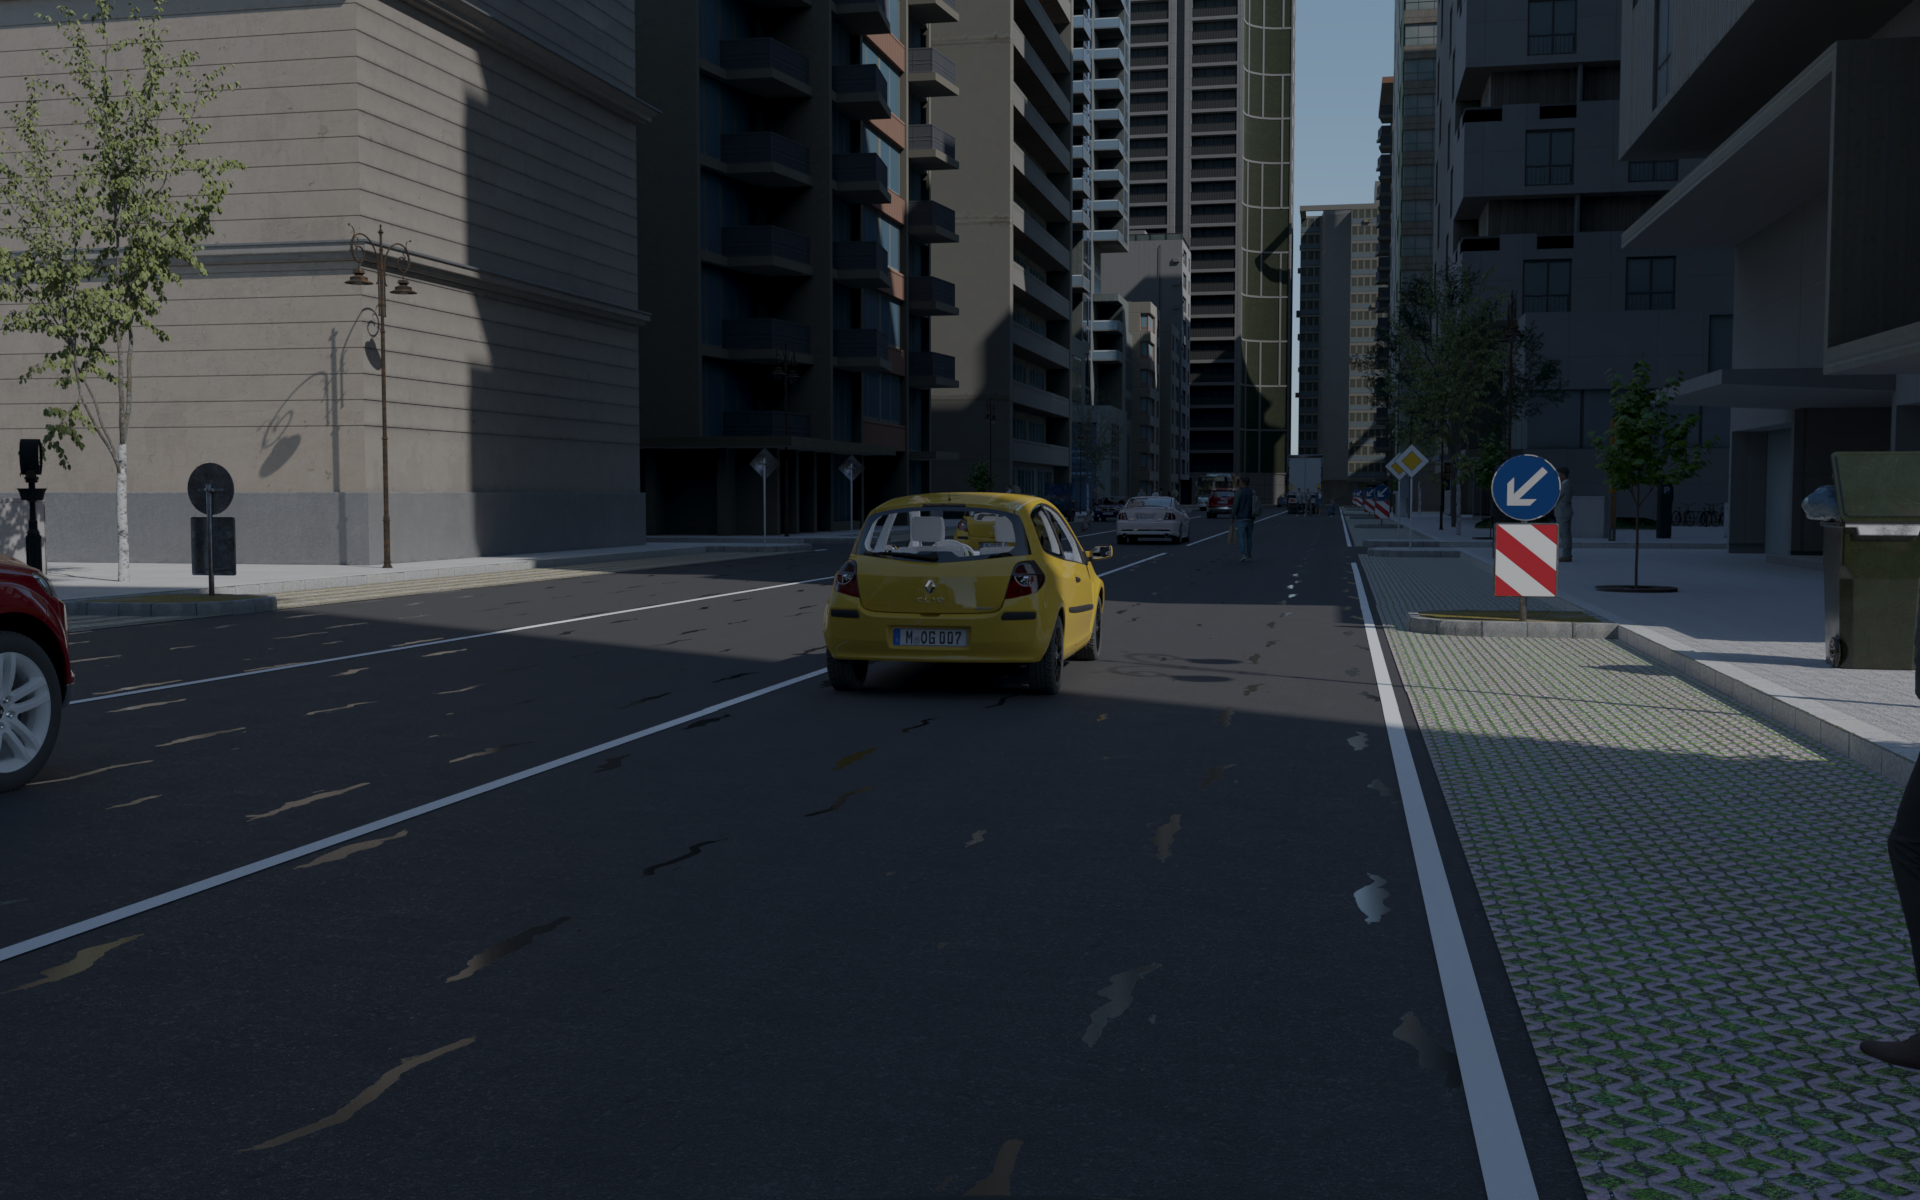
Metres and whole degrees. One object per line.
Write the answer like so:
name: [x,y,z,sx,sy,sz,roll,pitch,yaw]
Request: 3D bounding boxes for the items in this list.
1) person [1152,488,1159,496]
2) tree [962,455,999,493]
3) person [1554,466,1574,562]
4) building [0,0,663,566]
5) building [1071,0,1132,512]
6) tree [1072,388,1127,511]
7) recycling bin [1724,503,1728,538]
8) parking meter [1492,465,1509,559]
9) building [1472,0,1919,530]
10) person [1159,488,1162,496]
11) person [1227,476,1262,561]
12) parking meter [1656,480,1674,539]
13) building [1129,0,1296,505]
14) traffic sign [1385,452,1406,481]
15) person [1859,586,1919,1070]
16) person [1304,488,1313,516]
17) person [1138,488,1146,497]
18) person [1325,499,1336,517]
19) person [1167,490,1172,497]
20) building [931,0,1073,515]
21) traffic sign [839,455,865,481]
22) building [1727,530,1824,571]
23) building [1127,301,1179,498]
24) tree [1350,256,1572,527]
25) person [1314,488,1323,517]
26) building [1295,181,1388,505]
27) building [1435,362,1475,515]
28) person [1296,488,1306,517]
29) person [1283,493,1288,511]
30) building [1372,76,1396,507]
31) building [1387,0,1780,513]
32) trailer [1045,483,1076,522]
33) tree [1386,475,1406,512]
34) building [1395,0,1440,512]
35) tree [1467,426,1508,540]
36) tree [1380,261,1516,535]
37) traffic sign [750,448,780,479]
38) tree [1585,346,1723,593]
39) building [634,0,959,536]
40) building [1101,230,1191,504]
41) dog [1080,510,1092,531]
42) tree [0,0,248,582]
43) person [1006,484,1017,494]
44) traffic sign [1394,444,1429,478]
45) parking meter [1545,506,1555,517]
person: [12.527,-6.254,110.973,0.478,1.798,0.641,1,4,11]
tree: [1.149,-5.498,84.499,1.663,3.219,1.824,0,3,0]
person: [11.378,-1.626,32.814,0.466,1.800,0.511,2,4,24]
building: [-20.074,-15.385,38.935,23.554,28.519,14.401,1,4,12]
building: [3.255,-50.655,140.882,22.319,86.520,31.000,1,4,12]
tree: [9.044,-10.328,119.228,4.360,8.622,3.978,0,3,0]
recycling bin: [22.917,-2.339,50.789,0.722,1.027,0.722,-3,4,-38]
parking meter: [10.773,-1.760,34.481,0.255,1.863,0.399,2,4,26]
building: [36.714,-30.037,80.342,28.713,52.752,27.495,1,4,12]
person: [18.337,-9.321,158.450,0.705,1.823,1.348,1,4,11]
person: [6.030,-1.738,36.903,0.794,1.824,0.713,0,4,2]
parking meter: [20.361,-2.710,50.022,0.399,1.863,0.255,0,4,0]
building: [30.821,-47.527,215.323,20.611,71.187,20.563,1,4,12]
traffic sign: [12.201,-2.805,48.047,0.795,2.593,0.064,1,4,12]
person: [2.564,0.273,4.212,0.592,1.802,0.473,1,4,15]
person: [22.609,-6.336,112.291,0.606,1.804,0.583,-1,4,-22]
person: [11.476,-6.186,109.738,0.635,1.810,0.391,1,4,23]
person: [23.187,-5.772,108.372,0.738,1.151,1.012,1,4,13]
person: [20.440,-9.831,168.253,0.593,1.643,0.415,-1,4,-23]
building: [-5.669,-29.064,98.898,21.300,48.544,21.600,1,4,12]
traffic sign: [-3.229,-3.010,51.411,0.795,2.593,0.064,1,4,12]
building: [24.940,-26.460,21.852,28.713,52.752,27.495,1,4,12]
building: [6.655,-20.043,172.749,27.650,21.520,28.899,1,4,12]
tree: [19.308,-8.118,67.146,8.767,10.594,7.601,1,4,17]
person: [22.609,-6.156,109.177,0.581,1.822,0.654,0,4,3]
building: [54.433,-32.126,217.140,23.993,40.220,32.217,1,4,12]
building: [38.433,-28.216,111.435,14.600,45.320,14.200,1,4,12]
person: [21.778,-6.262,110.737,0.795,1.843,0.661,-3,5,-40]
person: [28.150,-8.538,148.894,0.742,1.727,0.445,0,4,2]
building: [54.142,-32.033,178.358,22.147,44.769,28.867,1,4,12]
building: [51.518,-34.291,149.899,28.713,52.752,27.495,1,4,12]
trailer: [4.889,-4.921,87.514,1.471,1.999,3.904,1,4,13]
tree: [31.469,-7.905,123.843,1.663,3.219,1.824,0,3,0]
building: [40.438,-27.390,131.417,14.154,41.232,14.086,1,4,12]
tree: [15.207,-3.333,49.092,1.663,3.219,1.824,0,3,0]
tree: [15.357,-6.333,53.900,4.737,8.622,4.395,0,3,0]
traffic sign: [-4.927,-2.533,43.607,0.795,2.593,0.064,1,4,12]
tree: [8.850,-1.725,22.802,1.663,3.219,1.824,0,3,0]
building: [-12.394,-25.193,66.526,22.147,44.769,28.867,1,4,12]
building: [18.506,-25.832,194.052,14.107,30.474,14.160,1,4,12]
dog: [4.768,-3.064,66.936,0.800,0.831,0.513,0,4,-7]
tree: [-12.503,-4.576,25.175,4.737,8.622,4.395,0,3,0]
person: [2.144,-3.882,72.069,0.679,1.850,0.850,-3,5,-40]
traffic sign: [10.504,-2.327,40.243,0.795,2.593,0.064,1,4,12]
parking meter: [23.993,-3.951,70.314,0.399,1.863,0.255,0,4,-7]
